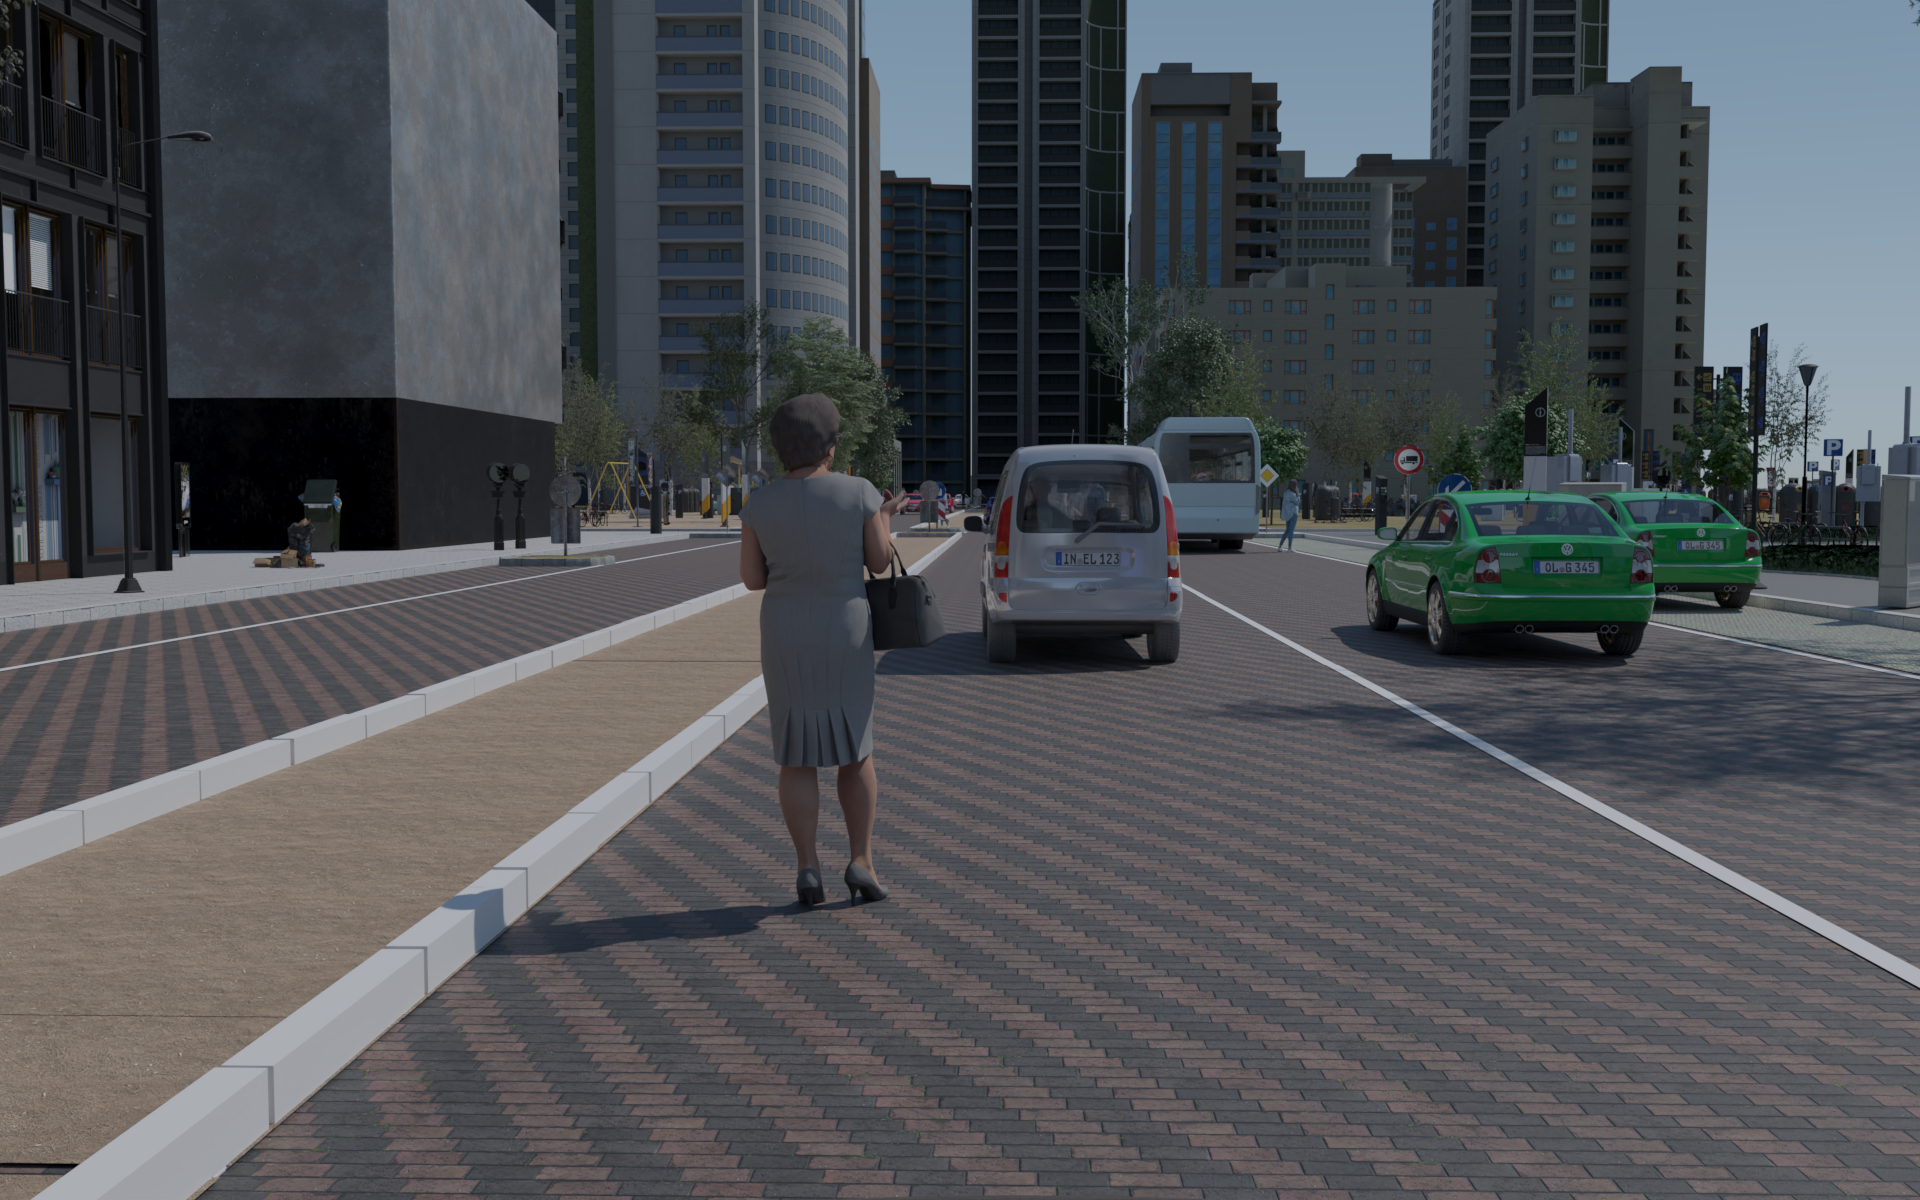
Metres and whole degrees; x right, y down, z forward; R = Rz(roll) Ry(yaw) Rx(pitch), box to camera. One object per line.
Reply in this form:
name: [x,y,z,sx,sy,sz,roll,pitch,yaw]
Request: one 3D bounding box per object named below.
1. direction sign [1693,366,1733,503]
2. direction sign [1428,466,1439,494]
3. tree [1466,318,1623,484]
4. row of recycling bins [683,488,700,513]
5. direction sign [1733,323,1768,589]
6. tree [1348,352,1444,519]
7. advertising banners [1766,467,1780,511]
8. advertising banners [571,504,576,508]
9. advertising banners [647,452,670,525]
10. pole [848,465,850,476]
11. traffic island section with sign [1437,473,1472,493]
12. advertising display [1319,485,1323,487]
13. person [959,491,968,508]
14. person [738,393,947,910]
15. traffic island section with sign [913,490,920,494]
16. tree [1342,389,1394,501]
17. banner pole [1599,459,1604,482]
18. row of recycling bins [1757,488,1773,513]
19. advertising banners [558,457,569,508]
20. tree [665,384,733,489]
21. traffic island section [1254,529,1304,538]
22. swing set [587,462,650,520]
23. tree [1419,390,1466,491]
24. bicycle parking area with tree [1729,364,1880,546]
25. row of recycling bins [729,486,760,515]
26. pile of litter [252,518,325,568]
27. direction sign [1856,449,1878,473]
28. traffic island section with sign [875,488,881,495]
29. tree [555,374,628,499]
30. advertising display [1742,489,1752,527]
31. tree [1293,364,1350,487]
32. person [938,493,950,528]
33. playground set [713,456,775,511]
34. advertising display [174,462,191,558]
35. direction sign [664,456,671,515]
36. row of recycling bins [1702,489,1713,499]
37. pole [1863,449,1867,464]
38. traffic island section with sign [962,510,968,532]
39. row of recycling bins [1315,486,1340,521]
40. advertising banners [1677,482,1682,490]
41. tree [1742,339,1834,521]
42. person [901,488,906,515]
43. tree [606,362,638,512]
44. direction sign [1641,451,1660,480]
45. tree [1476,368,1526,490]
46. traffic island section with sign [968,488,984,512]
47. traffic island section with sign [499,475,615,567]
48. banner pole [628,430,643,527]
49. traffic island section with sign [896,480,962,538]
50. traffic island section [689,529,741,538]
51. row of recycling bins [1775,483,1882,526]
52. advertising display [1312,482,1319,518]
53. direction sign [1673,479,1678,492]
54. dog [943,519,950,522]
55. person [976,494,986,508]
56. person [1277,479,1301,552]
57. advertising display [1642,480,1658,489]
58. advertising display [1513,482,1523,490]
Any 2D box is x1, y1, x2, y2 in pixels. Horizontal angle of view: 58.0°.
direction sign: [13.436,-2.372,30.779,0.876,3.537,0.379,0,4,-4]
direction sign: [37.735,-8.929,137.994,0.876,3.537,0.379,2,4,27]
tree: [24.852,-7.506,73.082,4.737,8.622,4.395,0,3,0]
row of recycling bins: [-18.809,-6.919,120.231,1.069,1.692,3.534,0,4,7]
direction sign: [10.748,-1.921,23.398,0.379,3.537,0.876,1,4,12]
tree: [22.793,-8.479,88.987,4.360,8.622,3.978,0,3,0]
advertising banners: [53.366,-7.103,112.323,2.074,3.025,0.090,2,4,31]
advertising banners: [-30.681,-8.497,135.107,2.074,3.025,0.090,3,4,37]
advertising banners: [-12.554,-4.639,72.043,0.090,3.025,2.074,-2,4,-35]
pole: [-7.843,-7.859,122.343,0.158,3.312,0.155,0,3,0]
traffic island section with sign: [9.449,-1.561,34.158,1.989,1.847,2.006,0,4,2]
advertising display: [24.549,-6.877,117.652,0.974,1.923,0.123,-3,5,-41]
person: [0.395,-10.391,178.909,1.217,1.766,0.721,3,5,41]
person: [-0.402,0.169,6.093,0.716,1.782,0.532,0,4,3]
traffic island section with sign: [-4.177,-9.705,167.302,1.989,1.847,2.006,0,4,2]
tree: [28.582,-10.521,122.381,4.737,8.622,4.395,0,3,0]
banner pole: [43.583,-7.810,117.716,0.401,3.779,0.863,3,5,41]
row of recycling bins: [55.787,-6.924,120.316,1.069,1.692,3.534,0,4,-2]
advertising banners: [-18.748,-5.233,81.746,0.090,3.025,2.074,-1,4,-22]
tree: [-16.866,-10.027,114.299,4.737,8.622,4.395,0,3,0]
traffic island section: [10.121,-2.129,57.082,2.009,0.180,2.903,0,4,2]
swing set: [-16.925,-5.419,86.222,2.862,2.851,3.119,1,4,12]
tree: [34.454,-10.587,123.456,4.737,8.622,4.395,0,3,0]
bicycle parking area with tree: [21.317,-3.168,38.798,8.231,4.147,9.016,0,4,7]
row of recycling bins: [-13.074,-6.085,106.602,1.069,1.692,3.534,2,4,33]
pile of litter: [-11.825,-1.009,30.462,1.176,0.858,1.719,-2,4,-26]
direction sign: [45.692,-5.836,87.417,0.876,3.537,0.379,1,4,12]
traffic island section with sign: [-5.657,-6.669,117.661,1.989,1.847,2.006,0,4,2]
tree: [-22.143,-9.507,105.795,4.737,8.622,4.395,0,3,0]
advertising display: [29.915,-3.699,65.684,0.974,1.923,0.123,-3,4,-37]
tree: [21.094,-9.084,98.887,4.360,8.622,3.978,0,3,0]
person: [-0.712,-3.866,71.976,0.793,1.790,0.793,2,4,28]
playground set: [-16.970,-8.828,131.118,5.637,4.214,5.302,0,4,1]
advertising display: [-15.872,-1.846,35.389,0.123,1.923,0.974,-1,4,-15]
direction sign: [-17.574,-6.861,104.175,0.379,3.537,0.876,-2,4,-32]
row of recycling bins: [58.290,-7.838,135.264,3.534,1.692,1.069,1,4,23]
pole: [40.908,-5.165,78.291,0.158,3.312,0.155,0,3,0]
traffic island section with sign: [-0.828,-3.481,65.055,2.006,1.907,1.989,0,4,2]
row of recycling bins: [18.165,-4.786,85.356,1.069,1.692,3.534,1,4,19]
advertising banners: [44.606,-6.715,105.975,2.074,3.025,0.090,-1,4,-21]
tree: [39.366,-8.110,82.966,4.360,8.622,3.978,0,3,0]
person: [-3.910,-6.718,118.149,0.447,1.846,0.655,0,4,8]
tree: [-19.511,-8.594,90.878,4.360,8.622,3.978,0,3,0]
direction sign: [36.317,-6.063,91.127,0.876,3.537,0.379,1,4,20]
tree: [31.785,-9.183,100.498,4.360,8.622,3.978,0,3,0]
traffic island section with sign: [1.390,-8.075,140.161,2.006,1.907,1.989,0,4,2]
traffic island section with sign: [-8.100,-1.624,35.173,1.989,1.847,2.006,0,4,2]
banner pole: [-12.696,-4.737,67.463,0.401,3.779,0.863,-3,5,-43]
traffic island section with sign: [-1.057,-3.028,57.651,2.006,1.907,1.989,0,4,2]
traffic island section: [-7.762,-2.161,57.616,2.009,0.180,2.903,0,4,2]
row of recycling bins: [32.462,-3.512,64.539,3.534,1.692,1.069,1,4,16]
advertising display: [19.402,-5.486,94.913,0.123,1.923,0.974,0,4,4]
direction sign: [44.497,-7.056,107.359,0.876,3.537,0.379,-2,4,-30]
dog: [-0.659,-4.155,88.135,0.748,0.427,0.550,-1,4,-18]
person: [2.095,-10.197,176.006,1.217,1.735,0.721,0,4,6]
person: [8.098,-2.071,42.631,0.793,1.790,0.793,3,5,43]
advertising display: [32.025,-4.589,80.238,0.123,1.923,0.974,-2,4,-31]
advertising display: [30.222,-5.387,93.284,0.974,1.923,0.123,-1,4,-21]
